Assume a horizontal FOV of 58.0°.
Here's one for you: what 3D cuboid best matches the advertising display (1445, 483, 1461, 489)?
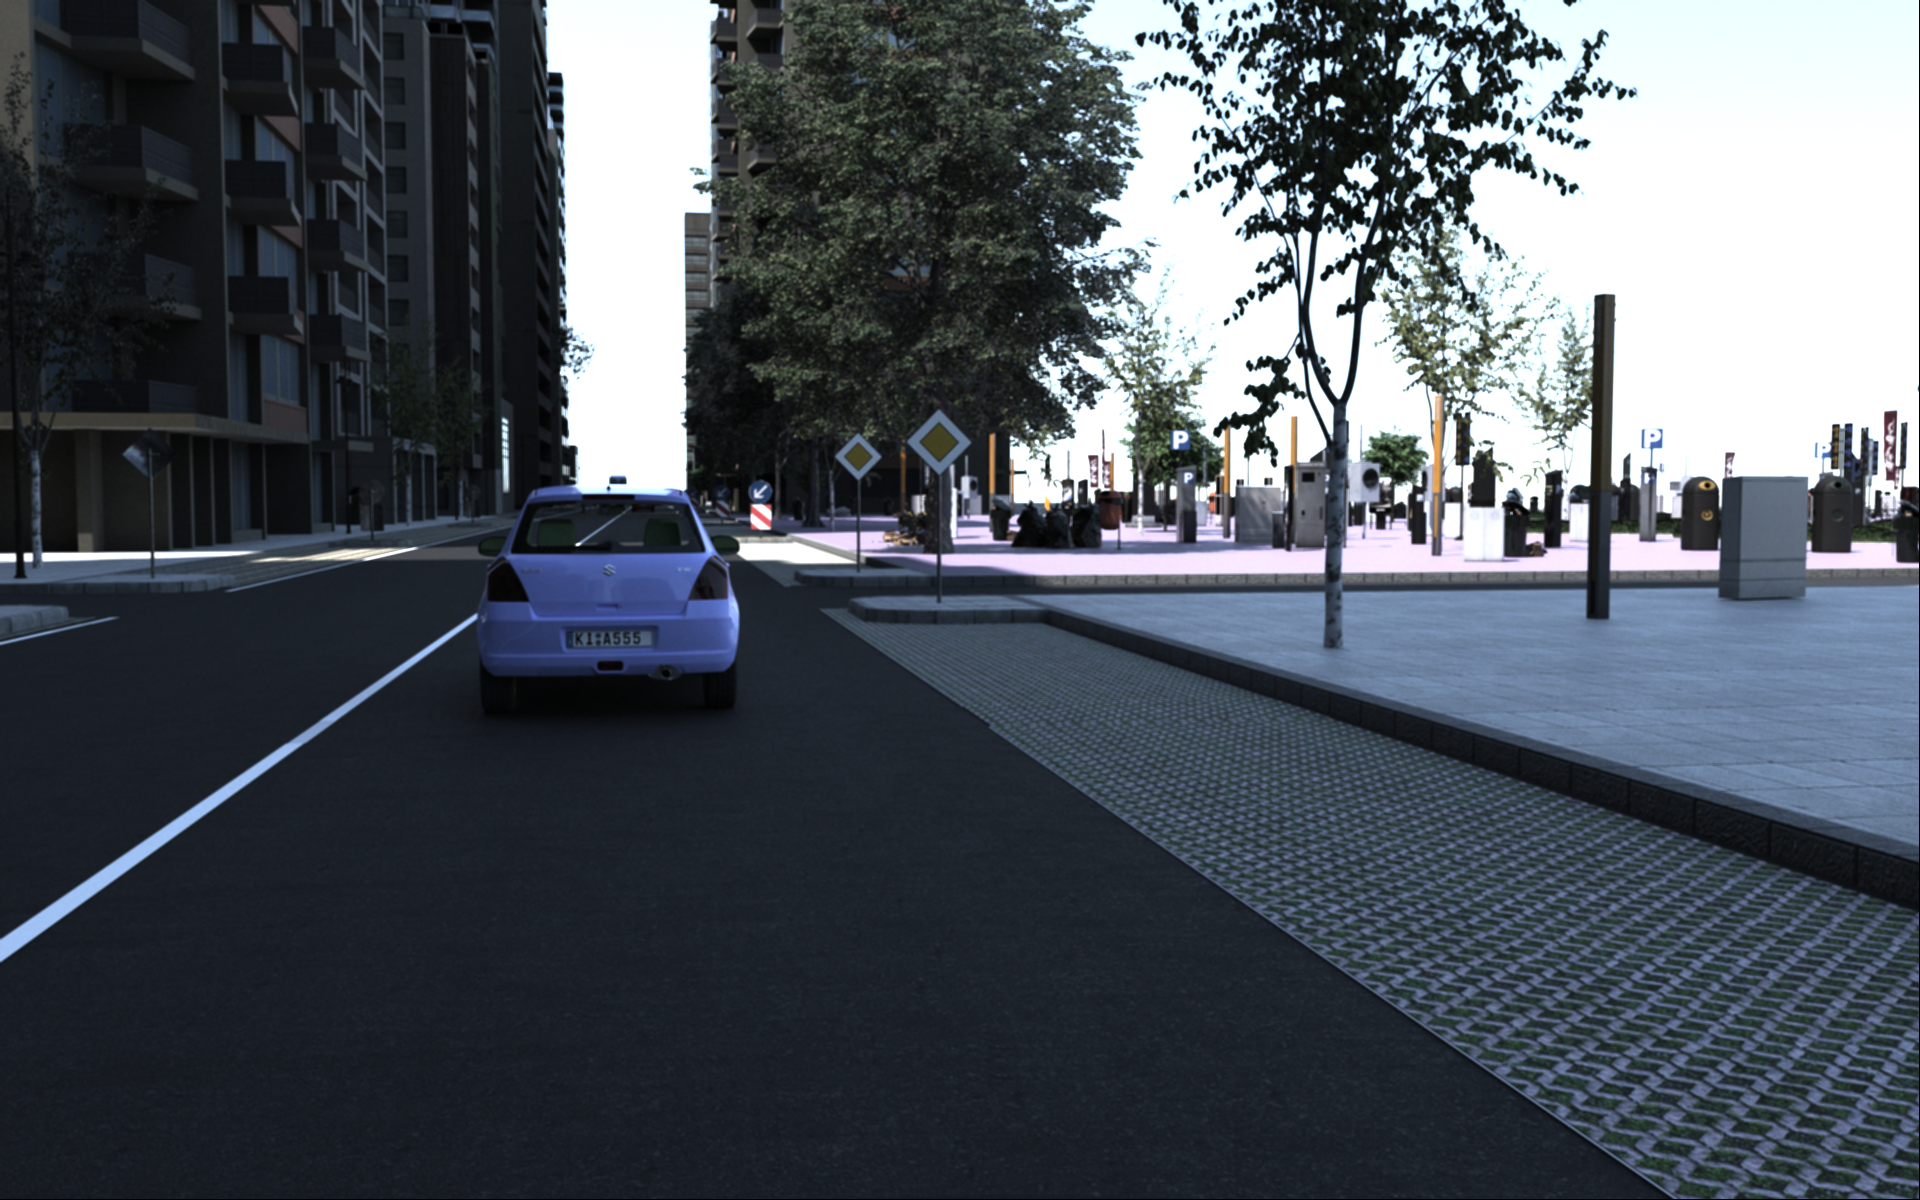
[{"bbox_3d":[28.406,-5.775,99.634,0.974,1.923,0.123,1,4,23],"label":"advertising display"}]

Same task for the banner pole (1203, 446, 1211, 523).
[{"bbox_3d":[10.929,-5.329,77.144,0.401,3.779,0.863,2,4,24],"label":"banner pole"}]

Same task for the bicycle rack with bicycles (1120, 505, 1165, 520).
[{"bbox_3d":[9.384,-4.352,84.540,2.925,0.926,2.852,3,5,41],"label":"bicycle rack with bicycles"}]

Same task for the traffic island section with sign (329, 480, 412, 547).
[{"bbox_3d":[-16.088,-2.369,47.364,1.989,1.847,2.006,-1,4,-10],"label":"traffic island section with sign"}]

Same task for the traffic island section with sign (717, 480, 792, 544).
[{"bbox_3d":[-5.995,-2.577,50.755,1.989,1.847,2.006,-1,4,-10],"label":"traffic island section with sign"}]

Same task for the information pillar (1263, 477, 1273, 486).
[{"bbox_3d":[13.188,-4.258,74.116,0.304,2.012,0.304,-3,5,-44],"label":"information pillar"}]

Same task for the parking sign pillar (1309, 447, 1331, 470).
[{"bbox_3d":[18.496,-6.108,88.336,1.447,3.967,1.447,2,4,30],"label":"parking sign pillar"}]

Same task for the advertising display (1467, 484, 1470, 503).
[{"bbox_3d":[32.983,-6.462,110.865,0.974,1.923,0.123,2,4,24],"label":"advertising display"}]

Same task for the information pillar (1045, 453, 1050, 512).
[{"bbox_3d":[4.992,-6.560,98.612,0.183,3.616,0.504,-2,4,-30],"label":"information pillar"}]

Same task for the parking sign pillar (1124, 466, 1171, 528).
[{"bbox_3d":[7.028,-4.757,66.242,1.447,3.967,1.447,-1,4,-16],"label":"parking sign pillar"}]

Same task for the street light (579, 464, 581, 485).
[{"bbox_3d":[-53.363,-16.555,243.459,0.468,5.910,1.993,-1,4,-10],"label":"street light"}]

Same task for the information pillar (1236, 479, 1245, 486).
[{"bbox_3d":[13.225,-4.729,81.810,0.304,2.012,0.304,-3,5,-42],"label":"information pillar"}]

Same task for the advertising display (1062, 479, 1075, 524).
[{"bbox_3d":[4.624,-4.216,74.138,0.123,1.923,0.974,-2,4,-24],"label":"advertising display"}]

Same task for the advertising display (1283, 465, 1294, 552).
[{"bbox_3d":[7.385,-2.064,38.957,0.123,1.923,0.974,0,4,5],"label":"advertising display"}]

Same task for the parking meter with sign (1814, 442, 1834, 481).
[{"bbox_3d":[28.515,-3.723,57.133,0.543,3.016,1.738,1,4,23],"label":"parking meter with sign"}]

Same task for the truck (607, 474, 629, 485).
[{"bbox_3d":[-47.900,-15.471,242.703,2.967,4.110,18.799,-1,4,-11],"label":"truck"}]

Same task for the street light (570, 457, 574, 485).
[{"bbox_3d":[-47.844,-14.712,213.330,0.468,5.910,1.993,-1,4,-10],"label":"street light"}]

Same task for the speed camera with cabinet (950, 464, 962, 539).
[{"bbox_3d":[-0.403,-3.422,50.287,0.660,3.252,2.038,0,4,-3],"label":"speed camera with cabinet"}]

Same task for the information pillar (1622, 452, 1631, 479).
[{"bbox_3d":[36.790,-6.375,95.580,0.504,3.616,0.183,-1,4,-17],"label":"information pillar"}]

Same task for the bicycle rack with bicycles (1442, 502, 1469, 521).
[{"bbox_3d":[23.064,-4.154,81.303,2.925,0.926,2.852,-2,4,-32],"label":"bicycle rack with bicycles"}]

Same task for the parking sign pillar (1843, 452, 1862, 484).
[{"bbox_3d":[48.464,-6.453,93.985,1.447,3.967,1.447,-2,4,-34],"label":"parking sign pillar"}]

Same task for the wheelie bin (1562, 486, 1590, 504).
[{"bbox_3d":[23.330,-3.491,64.983,0.980,1.594,0.693,-1,4,-16],"label":"wheelie bin"}]

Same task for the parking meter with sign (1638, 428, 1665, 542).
[{"bbox_3d":[18.611,-3.088,46.756,0.543,3.016,1.738,1,4,19],"label":"parking meter with sign"}]

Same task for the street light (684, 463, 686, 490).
[{"bbox_3d":[-41.089,-17.526,259.331,0.468,5.910,1.993,-1,4,-10],"label":"street light"}]

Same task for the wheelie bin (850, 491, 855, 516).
[{"bbox_3d":[-6.650,-5.854,103.613,0.693,1.594,0.980,0,4,-6],"label":"wheelie bin"}]

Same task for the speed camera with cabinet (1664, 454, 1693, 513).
[{"bbox_3d":[35.636,-5.579,85.556,2.038,3.252,0.660,-3,4,-37],"label":"speed camera with cabinet"}]

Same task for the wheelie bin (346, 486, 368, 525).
[{"bbox_3d":[-25.075,-3.931,72.173,0.693,1.594,0.980,1,4,16],"label":"wheelie bin"}]

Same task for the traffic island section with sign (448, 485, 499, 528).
[{"bbox_3d":[-20.973,-4.039,74.661,1.989,1.847,2.006,-1,4,-10],"label":"traffic island section with sign"}]

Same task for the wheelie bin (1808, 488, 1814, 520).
[{"bbox_3d":[41.641,-4.683,84.474,0.980,1.594,0.693,-3,4,-38],"label":"wheelie bin"}]

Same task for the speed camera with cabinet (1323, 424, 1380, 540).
[{"bbox_3d":[10.793,-3.319,48.609,2.038,3.252,0.660,-2,4,-24],"label":"speed camera with cabinet"}]

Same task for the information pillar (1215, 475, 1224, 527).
[{"bbox_3d":[10.273,-3.902,68.295,0.304,2.012,0.304,-3,5,-43],"label":"information pillar"}]

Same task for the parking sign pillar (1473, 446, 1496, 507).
[{"bbox_3d":[29.766,-6.718,98.312,1.447,3.967,1.447,-2,4,-34],"label":"parking sign pillar"}]

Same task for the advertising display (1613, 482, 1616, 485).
[{"bbox_3d":[33.850,-5.233,90.775,0.974,1.923,0.123,3,5,40],"label":"advertising display"}]

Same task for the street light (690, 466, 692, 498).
[{"bbox_3d":[-35.577,-15.676,229.093,0.468,5.910,1.993,-1,4,-10],"label":"street light"}]

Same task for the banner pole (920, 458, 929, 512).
[{"bbox_3d":[-1.860,-6.212,91.576,0.863,3.779,0.401,-2,4,-26],"label":"banner pole"}]

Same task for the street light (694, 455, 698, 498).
[{"bbox_3d":[-30.341,-13.873,199.604,0.468,5.910,1.993,-1,4,-10],"label":"street light"}]

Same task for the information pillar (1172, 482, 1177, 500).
[{"bbox_3d":[11.813,-6.322,94.719,0.504,3.616,0.183,1,4,14],"label":"information pillar"}]

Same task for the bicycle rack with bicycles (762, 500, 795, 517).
[{"bbox_3d":[-10.204,-5.227,98.851,2.852,0.926,2.925,0,4,-7],"label":"bicycle rack with bicycles"}]

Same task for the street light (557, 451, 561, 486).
[{"bbox_3d":[-42.393,-12.878,183.350,0.468,5.910,1.993,-1,4,-10],"label":"street light"}]

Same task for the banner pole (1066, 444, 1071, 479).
[{"bbox_3d":[5.477,-5.956,87.405,0.401,3.779,0.863,1,4,19],"label":"banner pole"}]

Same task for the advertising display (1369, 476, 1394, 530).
[{"bbox_3d":[15.138,-3.489,62.253,0.123,1.923,0.974,-3,5,-41],"label":"advertising display"}]

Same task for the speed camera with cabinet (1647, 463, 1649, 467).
[{"bbox_3d":[43.461,-7.158,111.362,2.038,3.252,0.660,3,5,44],"label":"speed camera with cabinet"}]

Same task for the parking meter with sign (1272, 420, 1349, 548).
[{"bbox_3d":[8.297,-2.739,41.051,1.738,3.016,0.543,0,4,7],"label":"parking meter with sign"}]

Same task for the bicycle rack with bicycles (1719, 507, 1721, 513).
[{"bbox_3d":[38.395,-4.522,87.310,2.925,0.926,2.852,2,4,32],"label":"bicycle rack with bicycles"}]

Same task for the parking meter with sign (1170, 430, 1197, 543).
[{"bbox_3d":[6.034,-3.065,46.371,0.543,3.016,1.738,0,4,-3],"label":"parking meter with sign"}]

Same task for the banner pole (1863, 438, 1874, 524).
[{"bbox_3d":[35.523,-4.754,67.738,0.863,3.779,0.401,-3,5,-40],"label":"banner pole"}]

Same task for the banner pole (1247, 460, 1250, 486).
[{"bbox_3d":[14.062,-5.775,84.431,0.401,3.779,0.863,1,4,20],"label":"banner pole"}]

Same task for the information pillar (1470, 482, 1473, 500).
[{"bbox_3d":[31.521,-6.240,106.520,0.304,2.012,0.304,1,4,13],"label":"information pillar"}]

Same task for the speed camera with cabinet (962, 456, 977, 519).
[{"bbox_3d":[0.047,-5.756,88.443,0.660,3.252,2.038,3,5,40],"label":"speed camera with cabinet"}]

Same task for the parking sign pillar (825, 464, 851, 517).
[{"bbox_3d":[-6.788,-6.603,96.439,1.447,3.967,1.447,-1,4,-17],"label":"parking sign pillar"}]

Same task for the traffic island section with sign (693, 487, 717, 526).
[{"bbox_3d":[-10.755,-4.199,77.289,1.989,1.847,2.006,-1,4,-10],"label":"traffic island section with sign"}]

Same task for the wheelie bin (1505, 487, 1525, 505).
[{"bbox_3d":[24.799,-4.255,77.469,0.693,1.594,0.980,3,4,36],"label":"wheelie bin"}]

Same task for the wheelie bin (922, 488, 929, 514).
[{"bbox_3d":[-1.379,-4.771,85.918,0.980,1.594,0.693,-2,4,-24],"label":"wheelie bin"}]

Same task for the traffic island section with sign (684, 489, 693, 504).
[{"bbox_3d":[-19.583,-7.215,126.587,1.989,1.847,2.006,-1,4,-10],"label":"traffic island section with sign"}]

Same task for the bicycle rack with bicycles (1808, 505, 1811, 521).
[{"bbox_3d":[42.042,-4.692,90.089,2.925,0.926,2.852,-1,4,-21],"label":"bicycle rack with bicycles"}]

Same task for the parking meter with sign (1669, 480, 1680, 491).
[{"bbox_3d":[39.429,-6.058,95.301,1.738,3.016,0.543,3,5,45],"label":"parking meter with sign"}]

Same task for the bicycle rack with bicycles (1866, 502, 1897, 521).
[{"bbox_3d":[40.053,-3.858,76.461,2.925,0.926,2.852,0,4,0],"label":"bicycle rack with bicycles"}]
